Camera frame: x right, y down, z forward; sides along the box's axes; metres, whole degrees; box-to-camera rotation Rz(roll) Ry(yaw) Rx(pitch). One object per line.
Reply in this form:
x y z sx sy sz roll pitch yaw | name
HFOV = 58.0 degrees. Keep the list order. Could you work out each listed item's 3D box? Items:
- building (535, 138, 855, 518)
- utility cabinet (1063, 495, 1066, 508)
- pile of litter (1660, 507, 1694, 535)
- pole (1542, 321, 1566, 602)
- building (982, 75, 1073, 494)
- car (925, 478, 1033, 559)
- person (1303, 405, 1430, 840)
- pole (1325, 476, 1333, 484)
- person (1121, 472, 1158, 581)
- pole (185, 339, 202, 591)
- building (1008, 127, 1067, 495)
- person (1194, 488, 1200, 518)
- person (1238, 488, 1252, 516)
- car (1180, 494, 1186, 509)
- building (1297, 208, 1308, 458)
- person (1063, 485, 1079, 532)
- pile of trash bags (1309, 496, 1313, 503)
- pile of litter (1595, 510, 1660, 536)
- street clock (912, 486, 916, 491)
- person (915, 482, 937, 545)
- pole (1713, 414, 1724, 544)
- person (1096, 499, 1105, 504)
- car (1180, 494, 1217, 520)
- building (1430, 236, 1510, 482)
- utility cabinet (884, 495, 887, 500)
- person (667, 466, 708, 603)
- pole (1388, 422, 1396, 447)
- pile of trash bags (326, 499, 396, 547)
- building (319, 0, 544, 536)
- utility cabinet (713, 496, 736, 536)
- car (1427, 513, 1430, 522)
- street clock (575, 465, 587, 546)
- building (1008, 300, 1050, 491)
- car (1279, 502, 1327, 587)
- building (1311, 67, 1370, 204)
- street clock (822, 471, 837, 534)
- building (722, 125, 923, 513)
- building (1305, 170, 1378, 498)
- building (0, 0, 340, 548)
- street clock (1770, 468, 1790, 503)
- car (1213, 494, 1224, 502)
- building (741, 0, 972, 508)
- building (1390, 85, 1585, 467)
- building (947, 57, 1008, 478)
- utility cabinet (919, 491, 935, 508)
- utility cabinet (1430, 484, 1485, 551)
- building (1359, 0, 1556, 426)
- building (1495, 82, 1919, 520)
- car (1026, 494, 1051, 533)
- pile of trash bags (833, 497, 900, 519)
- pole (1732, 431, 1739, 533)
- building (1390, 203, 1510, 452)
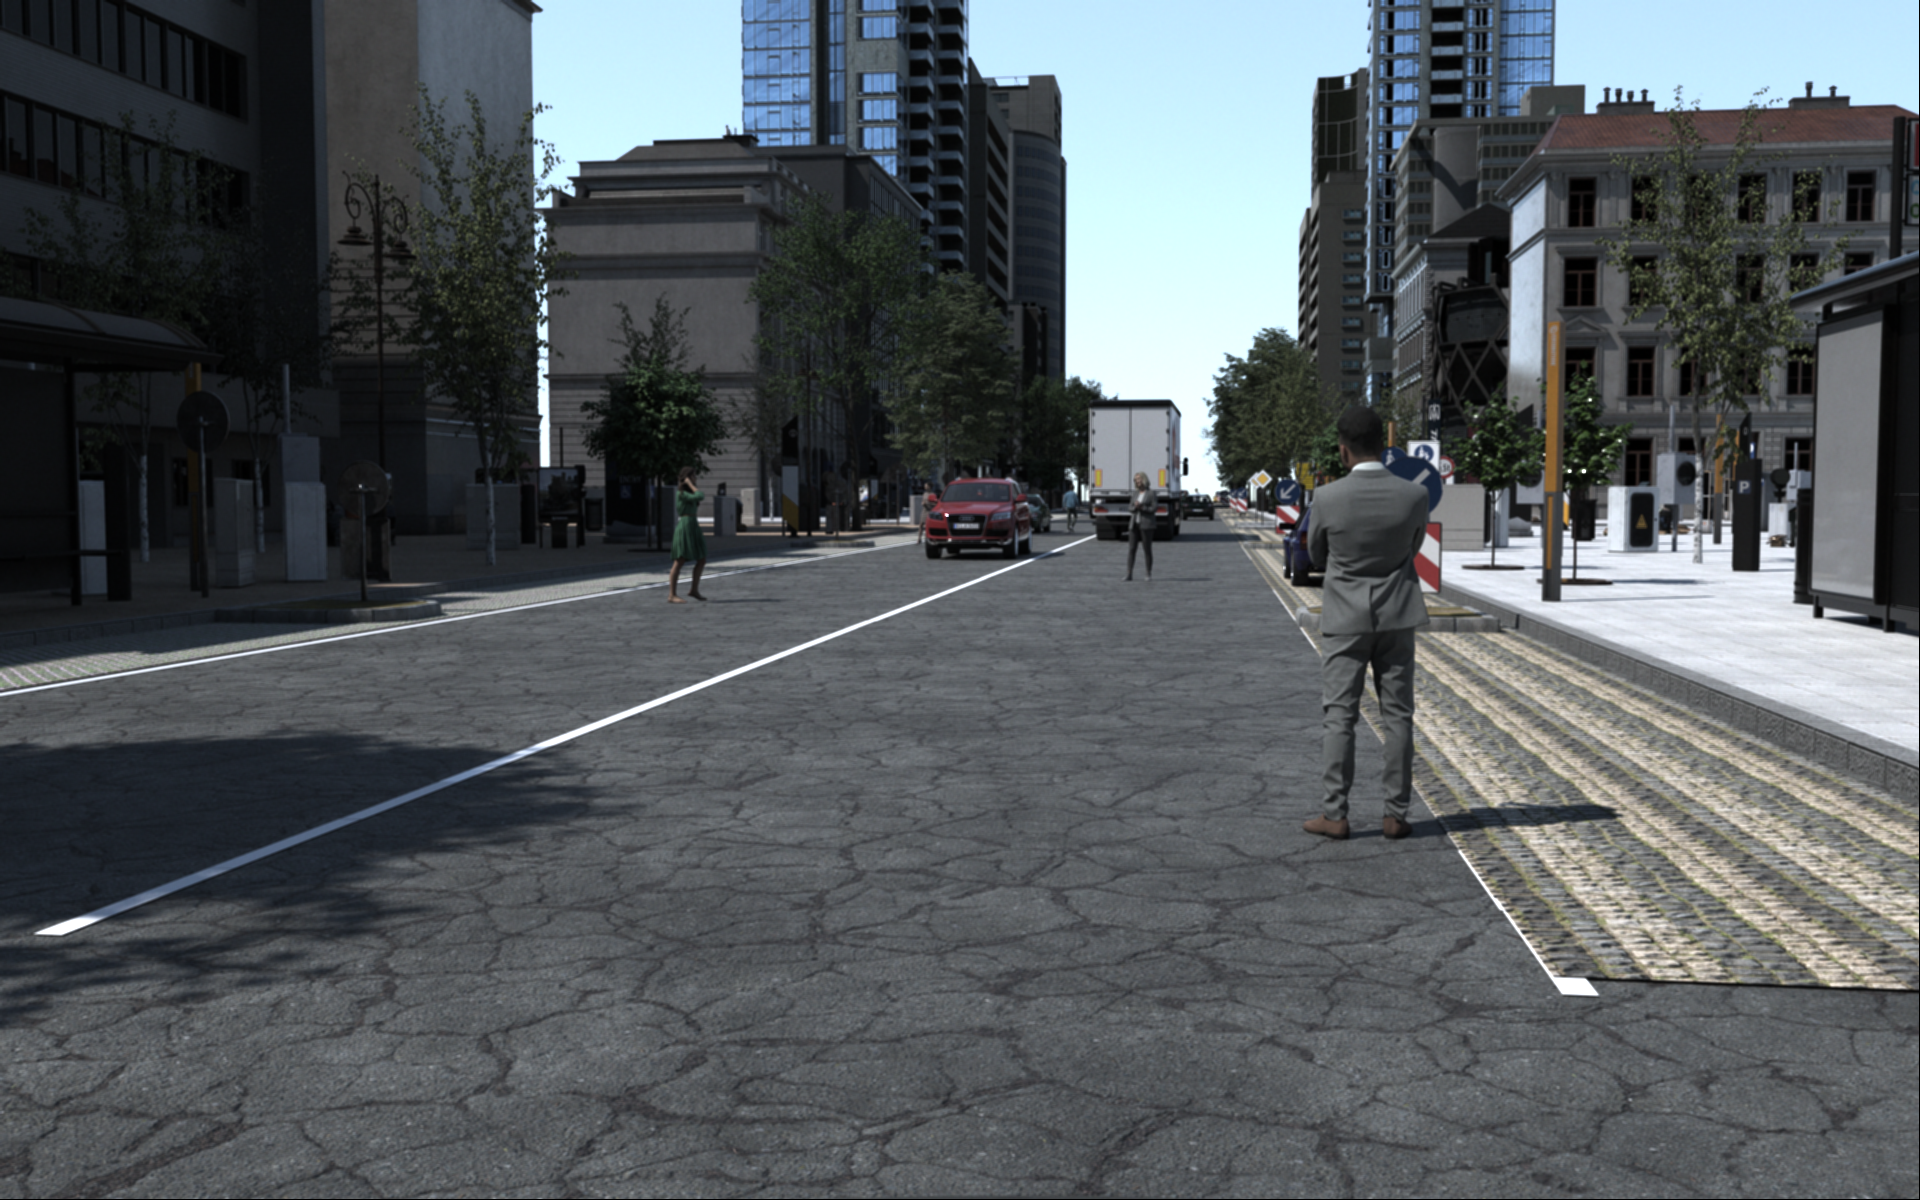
-15.144 -16.114 105.260 13.314 21.916 24.055 0 4 8 | building
8.903 -8.755 154.305 1.020 1.237 0.306 0 4 -3 | utility cabinet
22.753 -2.532 55.371 1.719 0.858 1.176 0 4 -6 | pile of litter
7.072 -1.637 20.614 0.158 3.312 0.155 0 3 0 | pole
9.239 -52.793 301.409 20.563 71.187 20.611 0 4 8 | building
0.491 -1.914 39.967 2.281 1.827 5.304 0 4 8 | car
1.708 0.083 7.332 0.511 1.800 0.466 -1 4 -11 | person
16.397 -5.104 77.291 0.158 3.312 0.155 0 3 0 | pole
2.997 -1.217 28.578 0.537 1.800 0.526 3 5 42 | person
-10.077 -1.773 22.831 0.158 3.312 0.155 0 3 0 | pole
5.405 -44.999 277.728 21.231 58.520 28.212 0 4 8 | building
14.441 -5.921 105.526 0.478 1.798 0.641 0 4 -7 | person
17.585 -5.996 106.647 0.853 1.813 0.709 0 4 -2 | person
18.119 -8.131 144.747 2.131 1.459 4.920 1 4 9 | car
65.015 -39.838 275.055 21.300 48.544 21.600 0 4 8 | building
4.175 -3.441 65.106 0.601 1.785 0.444 2 4 27 | person
28.389 -7.893 138.805 1.912 1.369 3.447 2 4 33 | pile of trash bags
20.361 -2.409 53.349 1.176 0.858 1.719 -3 5 -42 | pile of litter
-4.054 -9.138 153.984 0.358 2.002 0.471 -1 4 -19 | street clock
-0.946 -2.426 48.504 0.599 1.781 0.374 2 4 34 | person
19.479 -3.096 44.458 0.158 3.312 0.155 0 3 0 | pole
5.629 -3.769 69.998 0.514 1.842 0.818 2 4 35 | person
13.152 -5.248 95.585 2.009 1.686 4.222 1 4 9 | car
41.468 -15.512 121.068 16.820 18.784 16.811 0 4 8 | building
-4.945 -6.409 115.947 0.306 1.237 1.020 0 4 -1 | utility cabinet
-3.609 -0.866 22.903 0.529 1.795 0.600 0 4 -5 | person
12.214 -3.375 49.023 0.158 3.312 0.155 0 3 0 | pole
-14.903 -2.016 42.717 1.912 1.369 3.447 -1 4 -18 | pile of trash bags
-24.559 -12.812 58.622 18.267 20.994 9.793 0 4 8 | building
-7.227 -2.578 53.314 0.306 1.237 1.020 1 4 18 | utility cabinet
20.086 -3.711 72.682 4.499 1.417 2.014 1 4 9 | car
-9.436 -2.353 43.040 0.358 2.002 0.471 0 4 -5 | street clock
5.661 -29.695 257.219 14.160 30.474 14.107 0 4 8 | building
6.147 -0.938 27.910 1.945 1.354 3.894 0 4 8 | car
68.420 -52.425 295.392 20.563 71.187 20.611 0 4 8 | building
-4.149 -3.085 55.013 0.358 2.002 0.471 3 5 40 | street clock
-11.560 -20.507 128.803 14.314 27.812 24.014 0 4 8 | building
62.521 -38.524 253.571 21.300 48.544 21.600 0 4 8 | building
-25.831 -13.104 33.320 14.314 24.678 30.058 0 4 8 | building
23.229 -2.723 49.096 0.471 2.002 0.358 0 4 -1 | street clock
40.035 -15.758 267.867 2.015 1.641 3.980 0 4 8 | car
-9.914 -52.477 170.671 22.319 86.520 31.000 0 4 8 | building
55.667 -29.208 169.427 32.217 40.220 23.993 0 4 8 | building
-6.257 -35.115 197.826 21.300 48.544 21.600 0 4 8 | building
-2.162 -6.137 109.020 1.173 1.500 0.318 -1 4 -10 | utility cabinet
11.162 -1.848 38.891 1.173 1.500 0.318 1 4 18 | utility cabinet
54.842 -54.017 195.846 22.319 86.520 31.000 0 4 8 | building
39.690 -15.555 90.477 21.152 22.565 11.583 0 4 8 | building
2.316 -3.245 64.858 2.131 1.459 4.920 1 4 9 | car
-4.860 -4.765 87.664 3.447 1.369 1.912 -1 4 -23 | pile of trash bags
25.230 -3.818 56.269 0.158 3.312 0.155 0 3 0 | pole
41.215 -18.997 139.483 11.050 23.489 19.941 0 4 8 | building
